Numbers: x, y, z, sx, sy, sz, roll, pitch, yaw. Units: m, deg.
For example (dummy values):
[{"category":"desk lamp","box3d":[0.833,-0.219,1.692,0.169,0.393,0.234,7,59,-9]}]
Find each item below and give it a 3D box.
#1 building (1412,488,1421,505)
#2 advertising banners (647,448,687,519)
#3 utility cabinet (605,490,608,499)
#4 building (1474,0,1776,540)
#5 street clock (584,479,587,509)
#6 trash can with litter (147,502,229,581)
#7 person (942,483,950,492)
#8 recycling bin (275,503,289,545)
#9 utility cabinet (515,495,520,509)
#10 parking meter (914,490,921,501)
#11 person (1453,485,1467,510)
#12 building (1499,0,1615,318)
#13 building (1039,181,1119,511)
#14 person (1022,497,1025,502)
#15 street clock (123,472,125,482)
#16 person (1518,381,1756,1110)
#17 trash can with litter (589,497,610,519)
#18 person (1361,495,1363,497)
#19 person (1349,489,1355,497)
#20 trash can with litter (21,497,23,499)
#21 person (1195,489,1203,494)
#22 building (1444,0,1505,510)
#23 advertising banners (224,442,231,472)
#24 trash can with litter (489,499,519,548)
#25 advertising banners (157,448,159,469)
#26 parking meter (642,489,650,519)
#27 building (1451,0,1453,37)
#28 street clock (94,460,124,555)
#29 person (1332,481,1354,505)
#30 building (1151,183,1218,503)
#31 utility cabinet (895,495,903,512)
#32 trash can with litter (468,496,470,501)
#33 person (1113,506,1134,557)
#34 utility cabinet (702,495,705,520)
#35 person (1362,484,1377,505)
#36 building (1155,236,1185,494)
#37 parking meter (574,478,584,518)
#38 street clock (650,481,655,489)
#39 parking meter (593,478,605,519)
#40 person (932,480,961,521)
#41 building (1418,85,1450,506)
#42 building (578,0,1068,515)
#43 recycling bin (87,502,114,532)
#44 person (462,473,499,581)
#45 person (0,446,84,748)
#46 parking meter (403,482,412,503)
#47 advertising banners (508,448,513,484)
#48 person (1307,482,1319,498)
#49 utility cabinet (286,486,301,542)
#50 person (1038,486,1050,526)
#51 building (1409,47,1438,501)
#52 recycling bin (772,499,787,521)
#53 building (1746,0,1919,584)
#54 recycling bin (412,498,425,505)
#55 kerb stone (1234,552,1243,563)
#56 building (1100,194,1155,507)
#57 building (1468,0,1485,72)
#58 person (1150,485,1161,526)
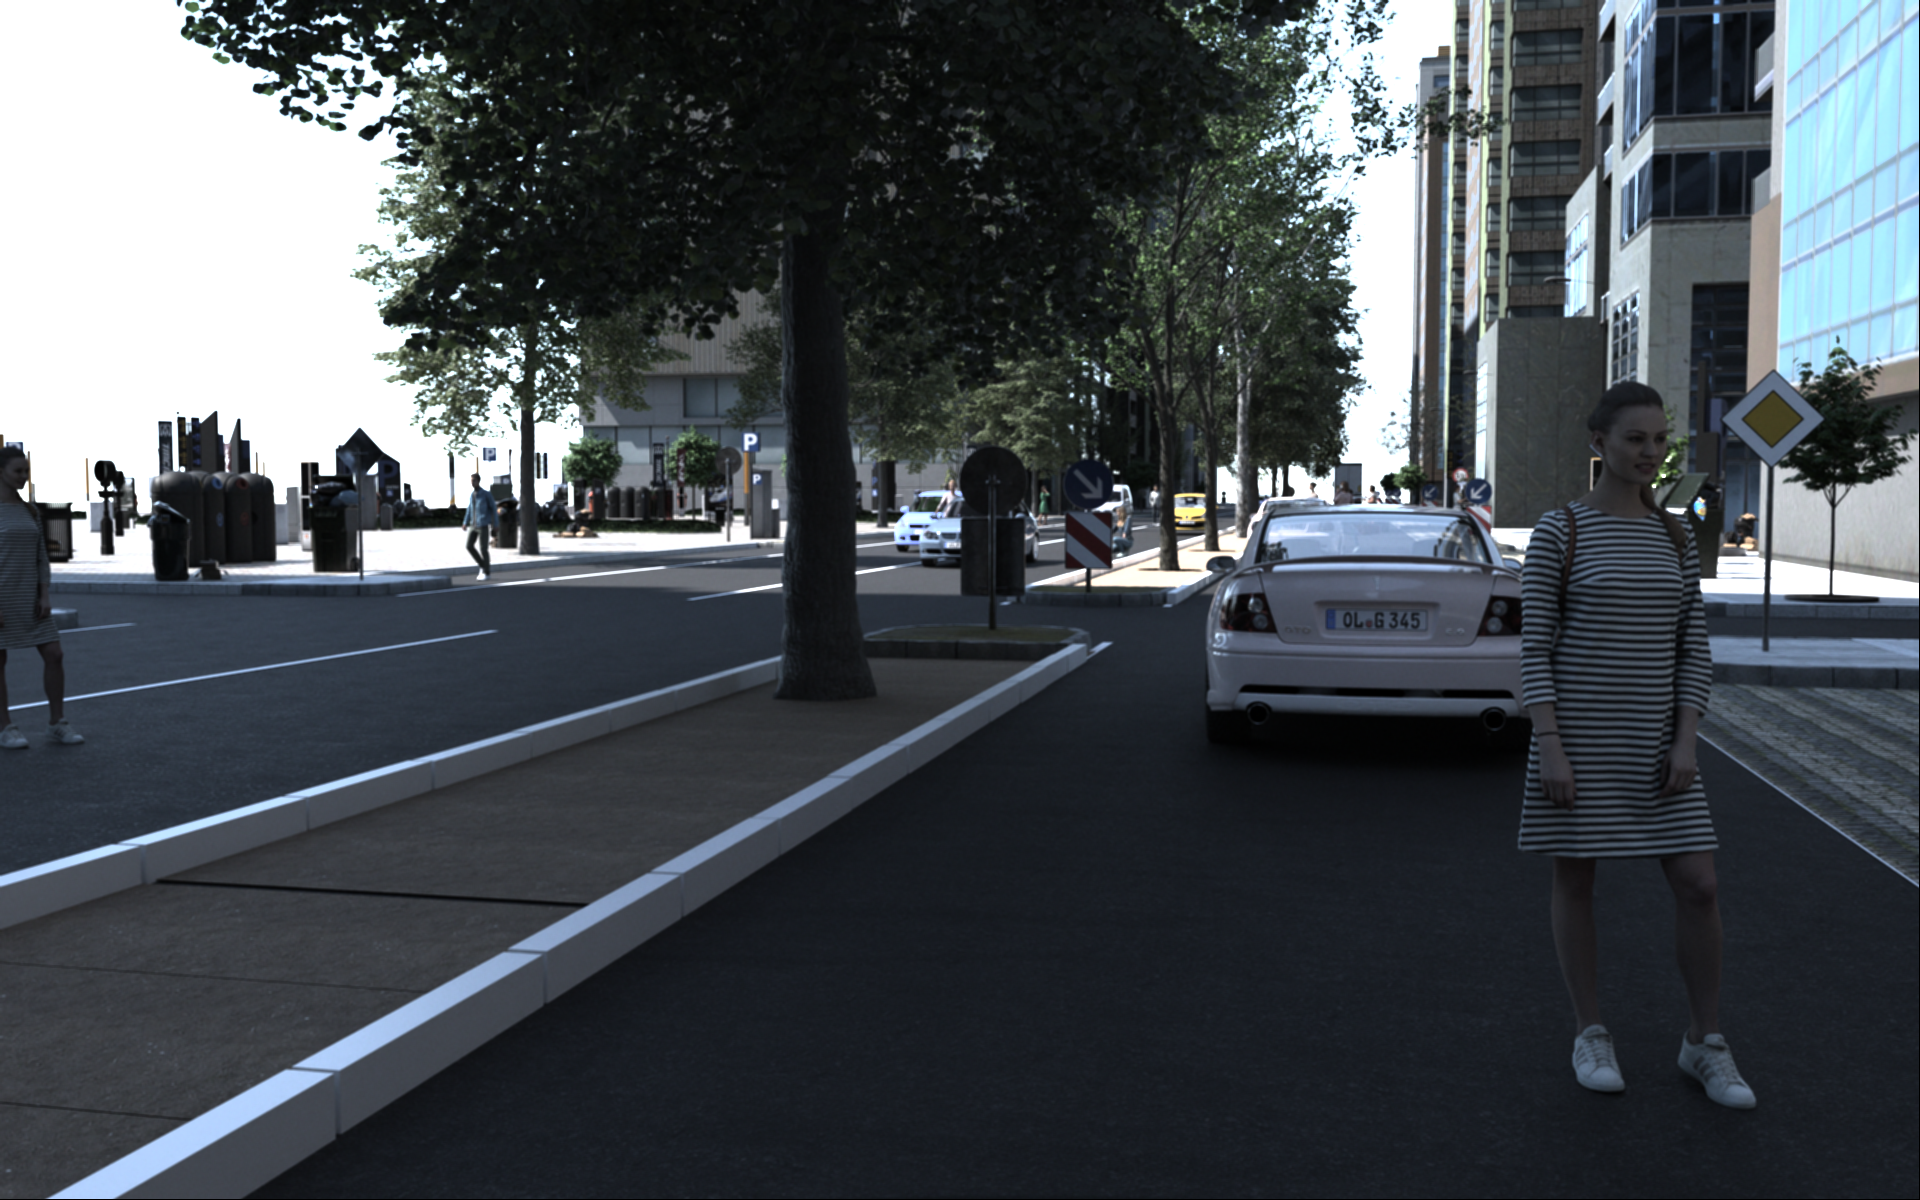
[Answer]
[{"category":"building","box3d":[70.882,-31.488,206.716,32.217,40.220,23.993,1,4,13]},{"category":"advertising banners","box3d":[-11.077,-4.244,65.583,0.090,3.025,2.074,3,4,37]},{"category":"utility cabinet","box3d":[-19.465,-5.471,98.126,1.173,1.500,0.318,-2,4,-25]},{"category":"building","box3d":[29.464,-45.332,53.856,22.319,86.520,31.000,1,4,13]},{"category":"street clock","box3d":[-17.406,-4.598,79.745,0.358,2.002,0.471,2,4,33]},{"category":"trash can with litter","box3d":[-11.544,-0.887,25.892,1.055,1.170,0.624,-2,4,-31]},{"category":"person","box3d":[-0.372,-2.940,56.745,0.590,1.801,0.661,0,4,-6]},{"category":"recycling bin","box3d":[-17.447,-1.913,43.838,0.722,1.027,0.722,-2,4,-31]},{"category":"utility cabinet","box3d":[-21.370,-4.486,84.508,0.306,1.237,1.020,-3,5,-39]},{"category":"parking meter","box3d":[-2.460,-5.592,99.843,0.372,1.533,0.369,0,3,0]},{"category":"person","box3d":[16.916,-3.030,58.616,0.524,1.755,0.480,0,4,2]},{"category":"building","box3d":[33.948,-19.212,85.818,14.160,30.474,14.107,1,4,13]},{"category":"building","box3d":[0.414,-32.067,143.904,23.786,49.044,30.456,1,4,13]},{"category":"person","box3d":[2.727,-4.252,78.566,0.519,1.759,0.362,-1,4,-14]},{"category":"street clock","box3d":[-25.586,-2.942,52.674,0.358,2.002,0.471,0,4,-5]},{"category":"person","box3d":[1.603,0.323,4.215,0.512,1.701,0.522,0,4,-5]},{"category":"trash can with litter","box3d":[-17.412,-4.396,83.266,1.055,1.170,0.624,-3,5,-45]},{"category":"person","box3d":[56.991,-14.517,246.648,0.742,1.727,0.445,-1,4,-19]},{"category":"person","box3d":[24.555,-6.122,109.320,0.721,1.743,1.217,-2,4,-32]},{"category":"trash can with litter","box3d":[-60.420,-6.103,111.172,0.624,1.170,1.055,-1,4,-16]},{"category":"person","box3d":[15.003,-6.091,108.894,0.742,1.727,0.445,3,4,36]},{"category":"building","box3d":[43.937,-27.316,130.213,14.154,41.232,14.086,1,4,13]},{"category":"advertising banners","box3d":[-25.481,-3.872,59.490,2.074,3.025,0.090,3,5,43]},{"category":"trash can with litter","box3d":[-10.877,-1.815,41.062,0.624,1.170,1.055,-3,5,-39]},{"category":"advertising banners","box3d":[-30.818,-4.349,67.296,0.090,3.025,2.074,0,4,-6]},{"category":"parking meter","box3d":[-15.709,-4.790,86.719,0.372,1.533,0.369,0,3,0]},{"category":"building","box3d":[53.033,-37.155,149.477,21.231,58.520,28.212,1,4,13]},{"category":"street clock","box3d":[-18.010,-1.955,36.533,0.471,2.002,0.358,2,4,31]},{"category":"person","box3d":[9.515,-2.047,42.552,0.593,1.750,0.643,-2,4,-28]},{"category":"building","box3d":[24.365,-42.690,239.981,21.231,58.520,28.212,1,4,13]},{"category":"utility cabinet","box3d":[-3.539,-4.982,92.620,1.020,1.237,0.306,-2,4,-31]},{"category":"trash can with litter","box3d":[-24.068,-4.497,84.582,1.678,1.210,2.233,0,4,1]},{"category":"person","box3d":[3.660,-1.566,39.610,0.738,1.151,1.012,-1,4,-19]},{"category":"utility cabinet","box3d":[-12.305,-4.599,86.363,1.020,1.237,0.306,-2,4,-25]},{"category":"person","box3d":[14.573,-3.232,61.697,0.532,1.782,0.716,1,4,11]},{"category":"building","box3d":[17.280,-25.686,191.662,14.160,30.474,14.107,1,4,13]},{"category":"parking meter","box3d":[-13.392,-3.375,60.896,0.255,1.863,0.399,0,4,6]},{"category":"street clock","box3d":[-16.684,-5.485,94.242,0.358,2.002,0.471,-2,4,-25]},{"category":"parking meter","box3d":[-13.249,-3.540,63.591,0.399,1.863,0.255,0,4,2]},{"category":"person","box3d":[-0.342,-1.824,38.997,0.731,1.740,0.598,-3,5,-39]},{"category":"building","box3d":[57.900,-33.014,189.896,14.600,45.320,14.200,1,4,13]},{"category":"building","box3d":[-7.650,-32.215,115.957,28.713,52.752,27.495,1,4,13]},{"category":"recycling bin","box3d":[-29.023,-2.808,58.459,0.722,1.027,0.722,-2,4,-34]},{"category":"person","box3d":[-7.958,-1.221,28.804,0.601,1.785,0.444,2,4,35]},{"category":"person","box3d":[-5.372,-0.020,9.828,0.522,1.701,0.512,1,4,23]},{"category":"parking meter","box3d":[-26.416,-4.719,82.864,0.399,1.863,0.255,-1,4,-12]},{"category":"advertising banners","box3d":[-17.220,-4.240,65.505,0.090,3.025,2.074,0,4,4]},{"category":"person","box3d":[9.850,-2.445,48.813,0.374,1.781,0.599,-2,4,-31]},{"category":"utility cabinet","box3d":[-17.747,-2.288,46.095,0.318,1.500,1.173,-1,4,-18]},{"category":"person","box3d":[3.758,-4.236,78.004,0.529,1.795,0.600,-1,4,-12]},{"category":"building","box3d":[71.686,-42.257,232.898,21.231,58.520,28.212,1,4,13]},{"category":"recycling bin","box3d":[-8.685,-4.316,83.116,0.722,1.027,0.722,3,5,42]},{"category":"building","box3d":[20.839,-22.907,24.648,14.200,45.320,14.600,1,4,13]},{"category":"recycling bin","box3d":[-31.918,-5.459,101.815,0.722,1.027,0.722,0,4,6]},{"category":"kerb stone","box3d":[5.995,-0.901,36.925,0.120,0.150,1.000,1,4,13]},{"category":"building","box3d":[10.413,-24.056,165.023,14.160,30.474,14.107,1,4,13]},{"category":"building","box3d":[41.578,-28.504,116.148,14.600,45.320,14.200,1,4,13]},{"category":"person","box3d":[8.805,-4.222,77.379,0.661,1.843,0.795,2,4,25]}]
